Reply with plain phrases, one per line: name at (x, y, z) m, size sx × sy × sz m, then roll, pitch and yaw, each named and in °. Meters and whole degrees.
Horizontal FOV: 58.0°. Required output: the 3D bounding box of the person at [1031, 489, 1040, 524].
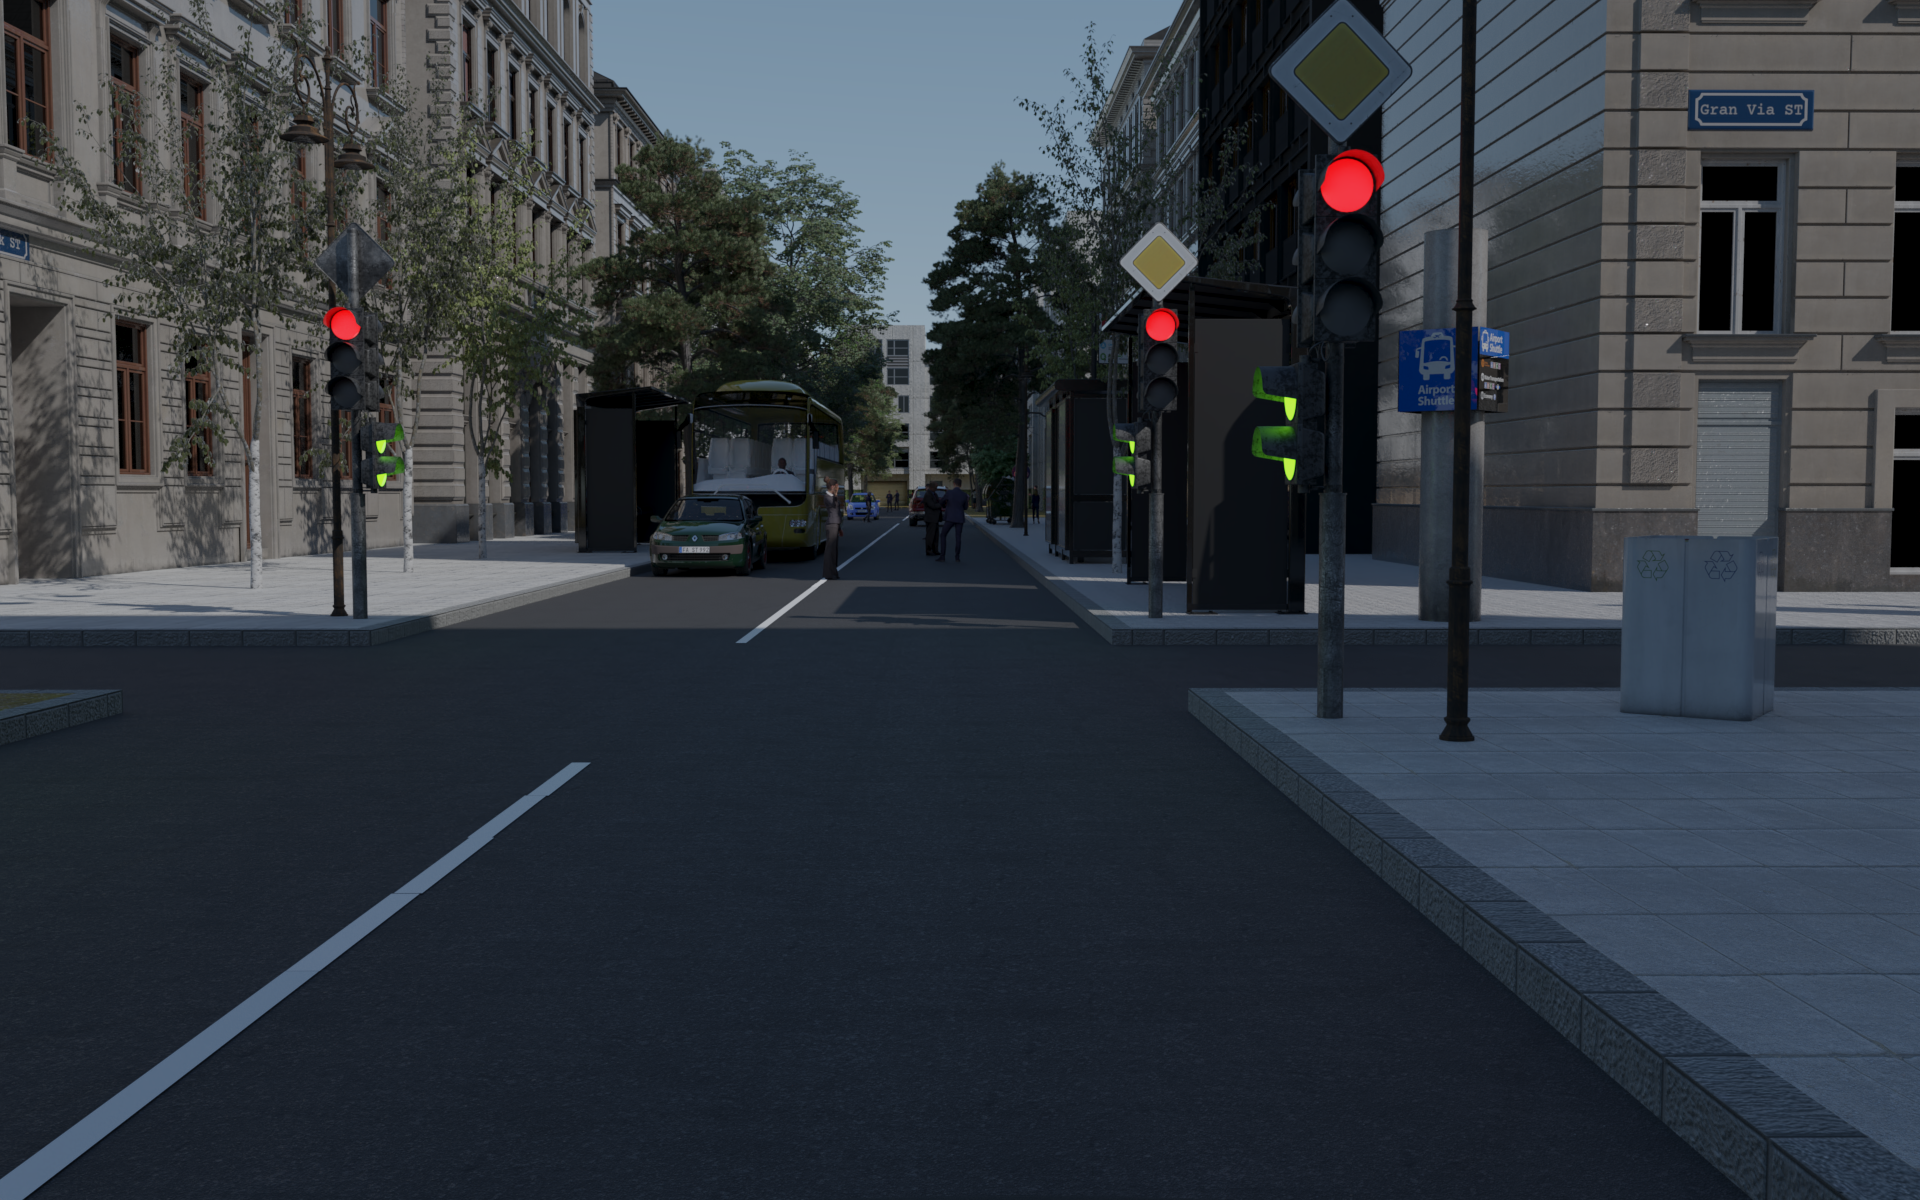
person at (3.311, -4.068, 75.102) m, size 0.480 × 1.512 × 0.613 m, roll -3°, pitch 4°, yaw -36°

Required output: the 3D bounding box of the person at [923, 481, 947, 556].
person at (-0.570, -1.906, 40.344) m, size 0.600 × 1.739 × 0.565 m, roll 0°, pitch 4°, yaw -6°

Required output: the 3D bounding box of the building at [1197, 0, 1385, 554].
building at (13.405, -13.118, 44.155) m, size 12.332 × 23.373 × 15.834 m, roll 0°, pitch 4°, yaw -1°

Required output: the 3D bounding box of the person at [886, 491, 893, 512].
person at (-5.600, -7.827, 137.388) m, size 0.541 × 1.710 × 0.530 m, roll 0°, pitch 4°, yaw 6°

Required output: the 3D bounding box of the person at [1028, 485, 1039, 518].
person at (3.941, -5.295, 93.142) m, size 0.750 × 1.759 × 0.617 m, roll 1°, pitch 4°, yaw 16°

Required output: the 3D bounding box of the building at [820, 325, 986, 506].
building at (-12.210, -19.766, 189.631) m, size 31.486 × 18.905 × 16.747 m, roll 0°, pitch 4°, yaw -1°

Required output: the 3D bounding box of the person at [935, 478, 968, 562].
person at (-0.184, -1.709, 36.890) m, size 0.683 × 1.767 × 0.568 m, roll -1°, pitch 4°, yaw -14°

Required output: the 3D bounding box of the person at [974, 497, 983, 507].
person at (1.481, -9.057, 154.639) m, size 1.217 × 1.766 × 0.721 m, roll 2°, pitch 4°, yaw 24°

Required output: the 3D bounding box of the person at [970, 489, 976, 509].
person at (1.332, -8.766, 150.162) m, size 1.217 × 1.735 × 0.721 m, roll 3°, pitch 5°, yaw 44°

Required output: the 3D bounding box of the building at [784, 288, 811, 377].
building at (-19.237, -18.331, 156.123) m, size 11.380 × 20.091 × 16.016 m, roll 0°, pitch 4°, yaw -1°

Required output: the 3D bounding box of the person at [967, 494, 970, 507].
person at (0.694, -9.583, 165.956) m, size 0.421 × 1.427 × 0.697 m, roll 3°, pitch 4°, yaw 37°

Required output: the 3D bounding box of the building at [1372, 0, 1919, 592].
building at (20.283, -14.085, 27.555) m, size 25.104 × 27.353 × 12.463 m, roll 0°, pitch 4°, yaw -1°

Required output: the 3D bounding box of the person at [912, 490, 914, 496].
person at (-4.047, -8.695, 150.595) m, size 0.705 × 1.831 × 1.348 m, roll -1°, pitch 4°, yaw -17°

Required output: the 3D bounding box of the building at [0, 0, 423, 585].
building at (-18.547, -12.026, 32.783) m, size 11.583 × 22.565 × 21.152 m, roll 0°, pitch 4°, yaw -1°

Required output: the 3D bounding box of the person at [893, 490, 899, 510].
person at (-5.627, -8.718, 151.482) m, size 0.568 × 1.767 × 0.683 m, roll 2°, pitch 4°, yaw 25°

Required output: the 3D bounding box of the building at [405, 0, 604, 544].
building at (-17.921, -13.724, 53.273) m, size 11.050 × 23.489 × 19.941 m, roll 0°, pitch 4°, yaw -1°

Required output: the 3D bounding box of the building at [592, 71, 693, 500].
building at (-17.689, -12.795, 73.832) m, size 10.561 × 19.102 × 19.286 m, roll 0°, pitch 4°, yaw -1°

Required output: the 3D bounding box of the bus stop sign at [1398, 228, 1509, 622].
bus stop sign at (4.982, -1.743, 17.515) m, size 0.837 × 3.901 × 0.837 m, roll 3°, pitch 4°, yaw 37°

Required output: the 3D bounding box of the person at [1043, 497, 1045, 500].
person at (5.219, -5.916, 103.449) m, size 0.721 × 1.739 × 1.217 m, roll -1°, pitch 4°, yaw -17°

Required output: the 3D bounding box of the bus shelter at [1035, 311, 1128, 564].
bus shelter at (2.730, -3.558, 35.811) m, size 2.179 × 5.291 × 8.768 m, roll 0°, pitch 4°, yaw -1°

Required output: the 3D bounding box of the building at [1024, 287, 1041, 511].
building at (14.165, -17.236, 148.265) m, size 16.747 × 18.905 × 31.486 m, roll 0°, pitch 4°, yaw -1°

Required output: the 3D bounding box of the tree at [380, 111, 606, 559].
tree at (-9.298, -5.138, 34.377) m, size 4.737 × 8.622 × 4.395 m, roll 0°, pitch 3°, yaw 0°

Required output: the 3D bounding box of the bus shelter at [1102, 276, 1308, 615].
bus shelter at (2.900, -1.847, 21.486) m, size 1.731 × 3.624 × 6.357 m, roll 0°, pitch 4°, yaw -1°

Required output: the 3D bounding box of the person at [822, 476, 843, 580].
person at (-2.059, -1.201, 28.943) m, size 0.445 × 1.727 × 0.742 m, roll -2°, pitch 4°, yaw -27°

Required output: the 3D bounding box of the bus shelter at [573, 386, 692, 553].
bus shelter at (-7.602, -3.027, 40.769) m, size 1.731 × 3.624 × 6.357 m, roll 0°, pitch 4°, yaw -1°

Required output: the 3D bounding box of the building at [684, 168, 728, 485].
building at (-20.709, -14.811, 98.579) m, size 16.016 × 20.091 × 11.380 m, roll 0°, pitch 4°, yaw -1°

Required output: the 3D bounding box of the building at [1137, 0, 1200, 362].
building at (13.361, -13.857, 62.720) m, size 11.583 × 22.565 × 21.152 m, roll 0°, pitch 4°, yaw -1°

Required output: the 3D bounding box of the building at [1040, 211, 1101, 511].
building at (14.939, -15.314, 116.846) m, size 16.747 × 18.905 × 31.486 m, roll 0°, pitch 4°, yaw -1°

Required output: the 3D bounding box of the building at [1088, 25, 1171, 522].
building at (12.497, -15.559, 83.266) m, size 11.050 × 23.489 × 19.941 m, roll 0°, pitch 4°, yaw -1°

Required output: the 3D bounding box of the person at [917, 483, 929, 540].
person at (-1.060, -2.798, 54.698) m, size 0.568 × 1.767 × 0.683 m, roll 0°, pitch 4°, yaw 4°

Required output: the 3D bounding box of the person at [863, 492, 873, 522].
person at (-4.648, -4.687, 87.341) m, size 0.471 × 1.553 × 0.569 m, roll 1°, pitch 4°, yaw 21°
